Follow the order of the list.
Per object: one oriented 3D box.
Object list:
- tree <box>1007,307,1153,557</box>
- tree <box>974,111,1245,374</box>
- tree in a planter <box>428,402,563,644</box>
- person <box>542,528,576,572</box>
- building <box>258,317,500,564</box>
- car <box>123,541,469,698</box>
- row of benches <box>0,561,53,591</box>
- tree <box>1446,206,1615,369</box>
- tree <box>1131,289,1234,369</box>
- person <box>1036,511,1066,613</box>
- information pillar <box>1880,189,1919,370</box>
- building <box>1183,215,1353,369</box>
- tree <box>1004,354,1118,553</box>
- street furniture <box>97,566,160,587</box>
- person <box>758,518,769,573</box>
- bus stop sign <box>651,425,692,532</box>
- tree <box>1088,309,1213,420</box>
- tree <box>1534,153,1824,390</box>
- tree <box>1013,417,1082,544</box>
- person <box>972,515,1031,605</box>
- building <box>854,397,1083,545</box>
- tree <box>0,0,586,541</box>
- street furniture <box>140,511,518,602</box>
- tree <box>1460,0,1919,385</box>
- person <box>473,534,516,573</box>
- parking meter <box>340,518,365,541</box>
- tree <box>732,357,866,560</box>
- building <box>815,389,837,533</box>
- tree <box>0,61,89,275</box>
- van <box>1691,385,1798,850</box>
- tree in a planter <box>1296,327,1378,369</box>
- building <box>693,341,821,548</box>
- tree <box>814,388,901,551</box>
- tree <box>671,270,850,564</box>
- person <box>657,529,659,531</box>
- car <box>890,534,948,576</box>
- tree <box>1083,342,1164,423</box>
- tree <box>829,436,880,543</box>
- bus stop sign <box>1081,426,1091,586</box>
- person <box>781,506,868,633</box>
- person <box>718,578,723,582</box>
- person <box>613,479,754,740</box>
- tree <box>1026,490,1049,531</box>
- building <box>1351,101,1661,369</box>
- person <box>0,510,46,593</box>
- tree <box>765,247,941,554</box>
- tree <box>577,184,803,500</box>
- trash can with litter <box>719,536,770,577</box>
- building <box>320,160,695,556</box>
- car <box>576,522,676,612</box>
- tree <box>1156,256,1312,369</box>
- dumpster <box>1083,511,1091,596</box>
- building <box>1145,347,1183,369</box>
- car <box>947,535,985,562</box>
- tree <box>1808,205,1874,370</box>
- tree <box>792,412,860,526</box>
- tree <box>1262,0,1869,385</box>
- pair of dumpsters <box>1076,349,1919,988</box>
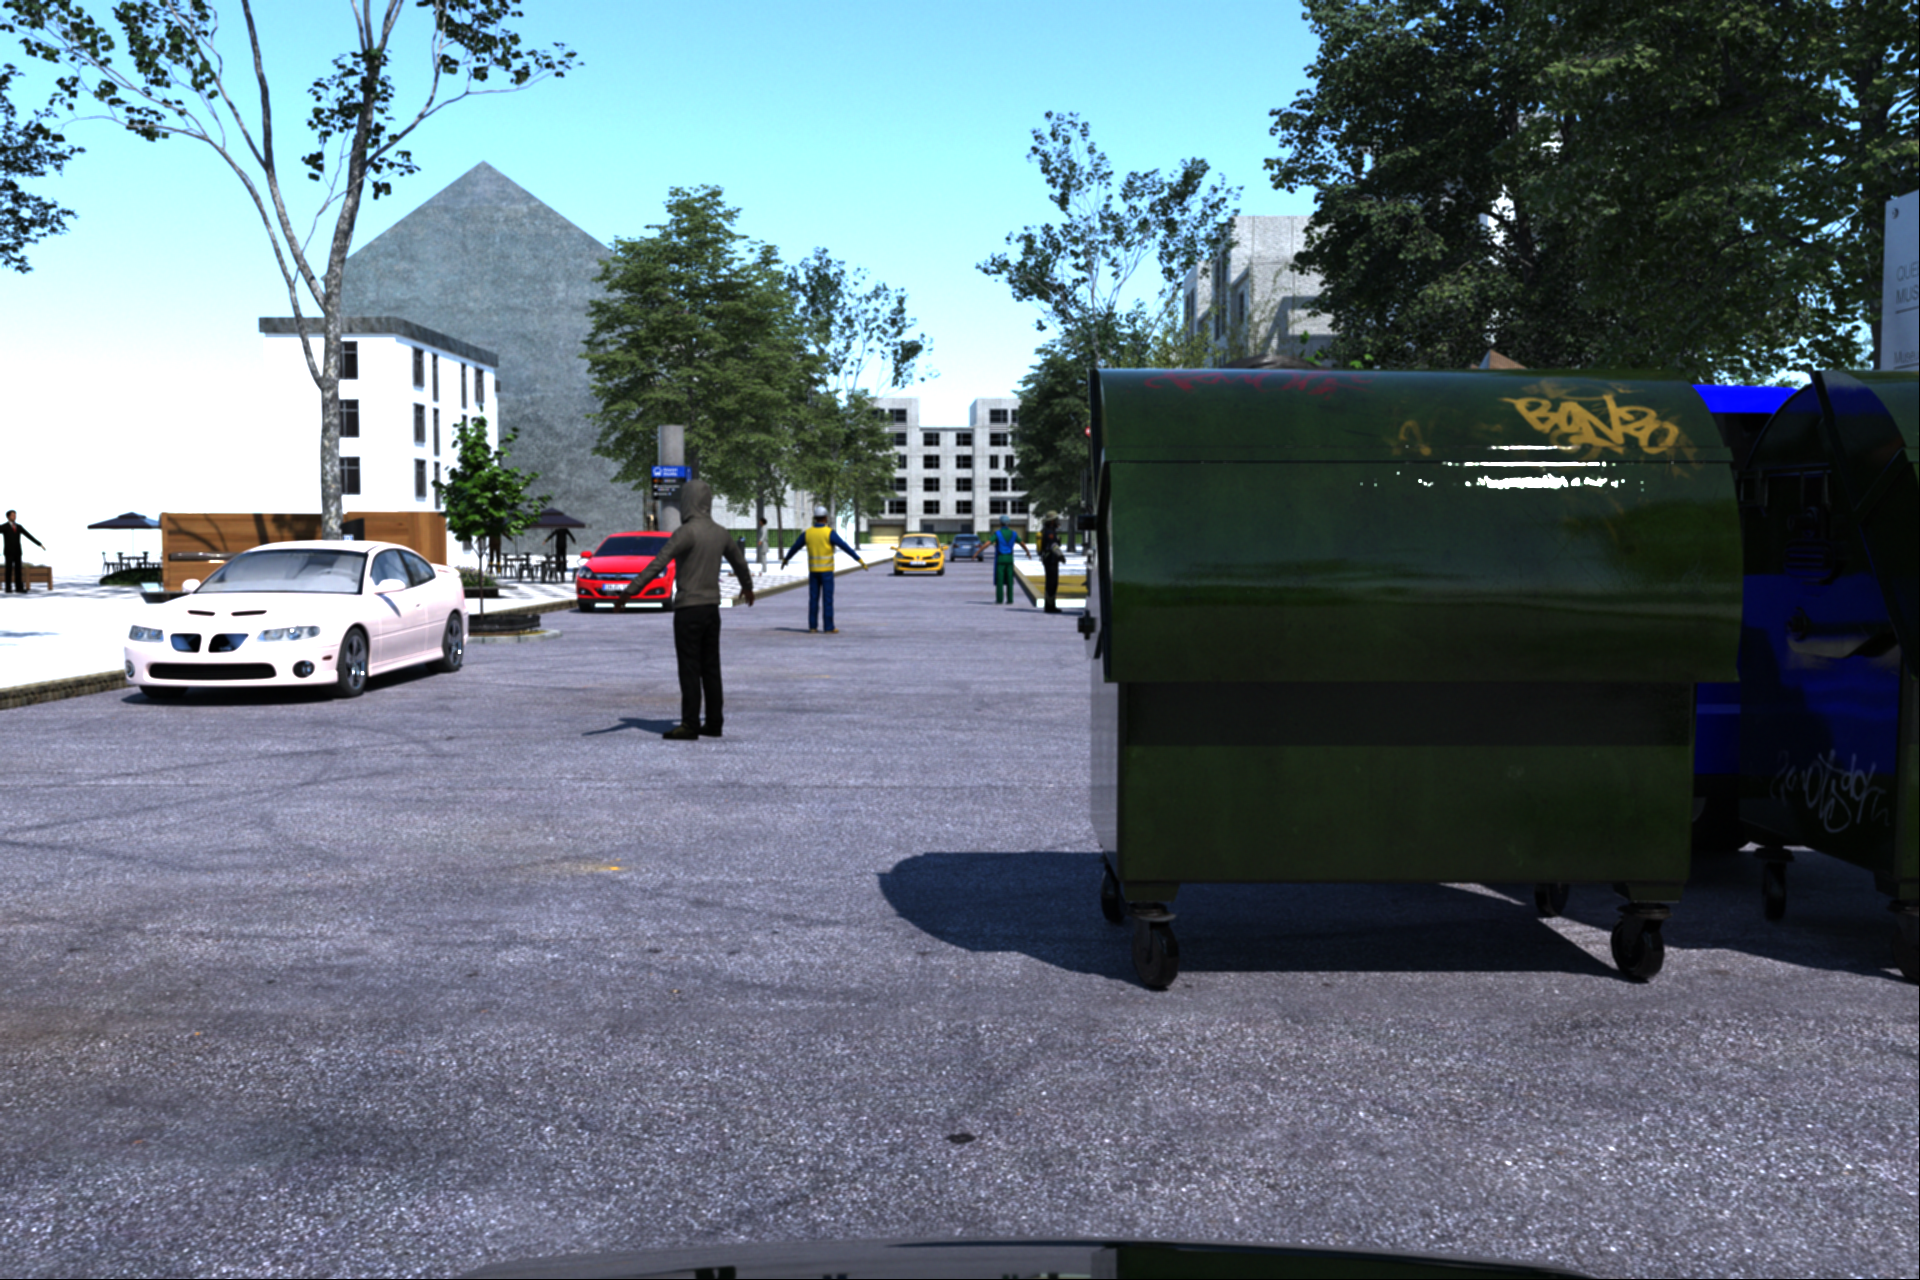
[{"bbox_3d":[7.324,-11.713,98.171,9.857,13.997,8.962,0,3,0],"label":"tree"},{"bbox_3d":[5.860,-13.702,79.915,12.611,20.169,13.585,0,3,0],"label":"tree"},{"bbox_3d":[-6.538,-1.611,23.569,1.991,3.239,1.994,0,4,1],"label":"tree in a planter"},{"bbox_3d":[-13.545,-3.229,58.730,0.705,1.837,1.347,3,5,41],"label":"person"},{"bbox_3d":[-26.124,-8.500,81.125,9.099,9.664,28.070,0,4,1],"label":"building"},{"bbox_3d":[-6.177,-0.262,16.642,2.083,1.381,4.827,0,4,1],"label":"car"},{"bbox_3d":[-22.660,-1.506,40.084,4.104,0.672,1.422,2,4,26],"label":"row of benches"},{"bbox_3d":[12.297,-5.360,37.993,4.360,8.622,3.978,0,3,0],"label":"tree"},{"bbox_3d":[6.837,-6.203,51.774,4.737,8.622,4.395,0,3,0],"label":"tree"},{"bbox_3d":[1.702,-1.435,31.700,0.705,1.856,1.354,0,4,-7],"label":"person"},{"bbox_3d":[6.599,-1.236,11.518,0.184,3.620,1.656,0,4,1],"label":"information pillar"},{"bbox_3d":[23.536,-14.570,104.680,16.747,18.905,31.486,0,4,1],"label":"building"},{"bbox_3d":[7.615,-13.007,119.321,9.857,13.997,8.962,0,3,0],"label":"tree"},{"bbox_3d":[-19.641,-1.917,46.963,5.734,0.657,10.072,-1,4,-9],"label":"street furniture"},{"bbox_3d":[-6.561,-3.141,57.540,0.705,1.806,1.347,0,4,-5],"label":"person"},{"bbox_3d":[-7.002,-3.247,42.104,0.837,3.901,0.837,0,4,1],"label":"bus stop sign"},{"bbox_3d":[6.518,-6.523,57.010,4.737,8.622,4.395,0,3,0],"label":"tree"},{"bbox_3d":[18.676,-7.353,45.985,9.928,11.665,9.643,0,3,0],"label":"tree"},{"bbox_3d":[8.094,-11.937,129.581,8.767,10.594,7.601,0,4,5],"label":"tree"},{"bbox_3d":[0.885,-1.630,35.230,1.347,1.817,0.704,-2,4,-27],"label":"person"},{"bbox_3d":[1.695,-22.130,230.747,31.486,18.905,16.747,0,4,-3],"label":"building"},{"bbox_3d":[-12.734,-10.844,33.185,12.611,20.169,13.585,0,3,0],"label":"tree"},{"bbox_3d":[-12.638,-1.843,36.987,9.812,1.723,11.010,-2,4,-26],"label":"street furniture"},{"bbox_3d":[8.668,-6.026,16.659,7.486,12.596,7.792,0,3,0],"label":"tree"},{"bbox_3d":[-15.257,-3.098,56.792,1.346,1.812,0.704,-1,4,-14],"label":"person"},{"bbox_3d":[-9.602,-1.161,27.389,0.372,1.533,0.369,0,3,0],"label":"parking meter"},{"bbox_3d":[-8.720,-9.193,84.725,8.767,10.594,7.601,0,4,-1],"label":"tree"},{"bbox_3d":[-24.396,-22.735,202.652,19.493,23.208,18.063,0,3,0],"label":"building"},{"bbox_3d":[-12.221,-5.023,16.537,8.767,10.594,7.601,3,5,40],"label":"tree"},{"bbox_3d":[2.657,-0.313,9.509,2.240,2.365,5.245,0,4,1],"label":"van"},{"bbox_3d":[3.043,-1.090,15.048,1.991,3.239,1.994,0,4,2],"label":"tree in a planter"},{"bbox_3d":[-23.611,-18.819,174.145,16.747,18.905,31.486,0,3,0],"label":"building"},{"bbox_3d":[-8.124,-13.204,134.016,7.486,12.596,7.792,0,3,0],"label":"tree"},{"bbox_3d":[-8.567,-9.558,74.400,7.486,12.596,7.792,0,3,0],"label":"tree"},{"bbox_3d":[-7.661,-2.370,45.477,1.216,1.740,0.721,1,4,16],"label":"person"},{"bbox_3d":[-1.405,-3.077,60.528,2.015,1.641,3.980,0,4,1],"label":"car"},{"bbox_3d":[6.794,-7.165,67.511,4.737,8.622,4.395,0,3,0],"label":"tree"},{"bbox_3d":[-8.454,-10.682,125.008,4.360,8.622,3.978,0,3,0],"label":"tree"},{"bbox_3d":[3.439,-3.319,42.976,0.855,3.939,0.416,0,4,1],"label":"bus stop sign"},{"bbox_3d":[-1.999,-1.019,25.079,1.349,1.833,0.705,1,4,17],"label":"person"},{"bbox_3d":[-6.482,-2.277,46.488,0.599,1.433,0.991,1,4,21],"label":"person"},{"bbox_3d":[-1.865,-0.219,12.161,0.705,1.813,1.348,2,4,35],"label":"person"},{"bbox_3d":[7.376,-11.428,137.208,4.360,8.622,3.978,0,3,0],"label":"tree"},{"bbox_3d":[23.983,-13.815,82.303,16.016,20.090,11.380,0,4,1],"label":"building"},{"bbox_3d":[-20.583,-1.926,37.670,0.705,1.806,1.347,2,4,32],"label":"person"},{"bbox_3d":[-7.668,-15.703,112.641,12.611,20.169,13.585,0,3,0],"label":"tree"},{"bbox_3d":[-8.799,-8.460,56.444,7.486,12.596,7.792,0,3,0],"label":"tree"},{"bbox_3d":[-6.553,-2.571,53.100,1.678,1.210,2.233,0,4,2],"label":"trash can with litter"},{"bbox_3d":[-27.985,-17.154,111.403,19.493,23.208,18.063,0,3,0],"label":"building"},{"bbox_3d":[-6.086,-1.477,33.186,2.155,1.783,4.494,0,4,1],"label":"car"},{"bbox_3d":[7.766,-5.806,45.288,4.360,8.622,3.978,0,3,0],"label":"tree"},{"bbox_3d":[3.126,-1.359,30.444,1.865,1.857,1.264,0,4,0],"label":"dumpster"},{"bbox_3d":[27.463,-18.616,170.835,16.747,18.905,31.486,0,4,1],"label":"building"},{"bbox_3d":[0.341,-4.821,90.829,2.014,1.417,4.499,0,4,0],"label":"car"},{"bbox_3d":[19.261,-5.235,35.957,4.360,8.622,3.978,0,3,0],"label":"tree"},{"bbox_3d":[-7.920,-9.079,98.803,4.737,8.622,4.395,0,3,0],"label":"tree"},{"bbox_3d":[9.661,-7.435,28.226,9.857,13.997,8.962,0,3,0],"label":"tree"},{"bbox_3d":[2.616,-0.061,5.946,4.436,2.255,1.574,0,3,0],"label":"pair of dumpsters"}]
